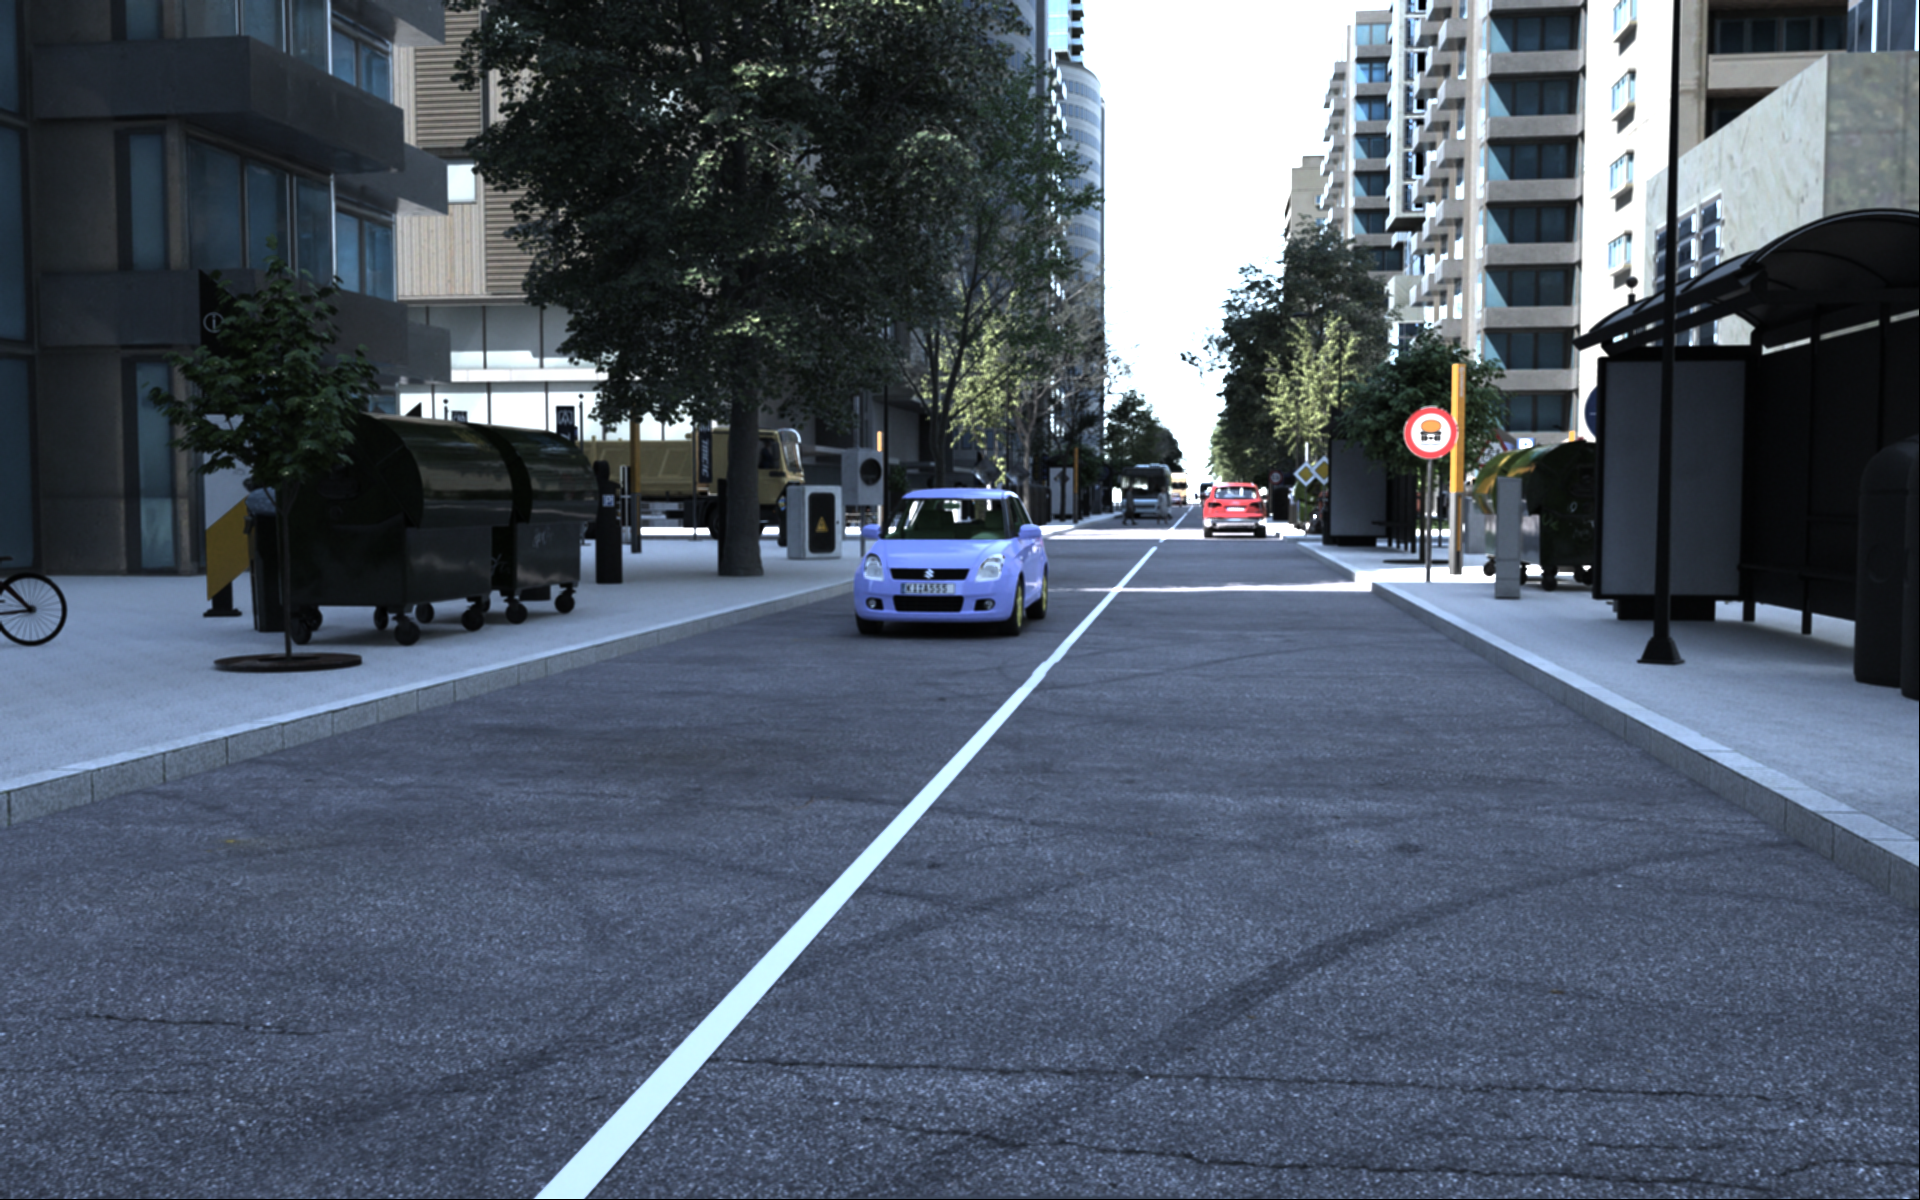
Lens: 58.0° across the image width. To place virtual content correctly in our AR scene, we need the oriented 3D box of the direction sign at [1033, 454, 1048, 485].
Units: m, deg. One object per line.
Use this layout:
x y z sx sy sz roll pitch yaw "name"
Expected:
4.559 -6.513 98.489 0.876 3.537 0.379 0 4 7 "direction sign"

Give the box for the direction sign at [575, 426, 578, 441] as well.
-12.996 -4.010 57.557 0.379 3.537 0.876 2 4 31 "direction sign"

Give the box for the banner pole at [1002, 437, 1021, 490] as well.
2.107 -5.225 75.438 0.401 3.779 0.863 3 4 38 "banner pole"

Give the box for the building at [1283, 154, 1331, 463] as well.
56.336 -37.822 242.087 21.300 48.544 21.600 0 4 8 "building"

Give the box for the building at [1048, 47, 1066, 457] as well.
-1.244 -33.846 172.986 23.786 49.044 30.456 0 4 8 "building"

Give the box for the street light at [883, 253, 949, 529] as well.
-0.907 -3.734 33.587 1.470 5.913 1.316 0 4 8 "street light"

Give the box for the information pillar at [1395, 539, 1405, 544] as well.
11.493 -2.477 44.991 0.304 2.012 0.304 0 4 6 "information pillar"

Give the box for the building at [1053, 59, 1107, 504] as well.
8.383 -42.362 234.618 21.231 58.520 28.212 0 4 8 "building"

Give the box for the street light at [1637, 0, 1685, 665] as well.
4.799 -2.479 13.081 1.470 5.913 1.316 0 4 8 "street light"

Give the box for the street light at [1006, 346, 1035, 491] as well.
2.018 -4.979 53.944 1.470 5.913 1.316 0 4 8 "street light"

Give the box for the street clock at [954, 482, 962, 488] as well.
-0.101 -5.988 102.480 0.471 2.002 0.358 -3 5 -40 "street clock"

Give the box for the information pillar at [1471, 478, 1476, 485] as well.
23.462 -4.561 79.057 0.304 2.012 0.304 1 4 14 "information pillar"

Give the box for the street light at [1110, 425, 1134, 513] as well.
10.713 -8.779 116.075 1.470 5.913 1.316 0 4 8 "street light"

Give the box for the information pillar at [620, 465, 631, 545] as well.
-8.458 -2.427 44.167 0.304 2.012 0.304 -3 5 -42 "information pillar"

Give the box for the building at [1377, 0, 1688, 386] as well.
44.292 -50.783 142.981 22.319 86.520 31.000 0 4 8 "building"

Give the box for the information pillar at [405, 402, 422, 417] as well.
-13.846 -3.214 43.895 0.504 3.616 0.183 -2 4 -35 "information pillar"

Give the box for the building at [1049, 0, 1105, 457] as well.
11.333 -58.136 263.191 22.319 86.520 31.000 0 4 8 "building"

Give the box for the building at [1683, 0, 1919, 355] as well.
23.008 -43.053 16.596 22.319 86.520 31.000 0 4 8 "building"

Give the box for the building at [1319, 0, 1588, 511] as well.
48.123 -33.942 174.559 23.786 49.044 30.456 0 4 8 "building"

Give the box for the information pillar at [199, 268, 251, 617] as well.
-7.658 -1.635 18.084 0.504 3.616 0.183 -1 4 -10 "information pillar"

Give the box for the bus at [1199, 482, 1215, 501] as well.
38.446 -16.709 268.058 2.948 3.499 13.247 1 4 9 "bus"

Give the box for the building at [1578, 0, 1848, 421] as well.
36.331 -27.134 67.350 21.600 48.544 21.300 0 4 8 "building"

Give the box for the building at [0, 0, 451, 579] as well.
-25.743 -24.950 27.534 30.456 49.044 23.786 0 4 8 "building"

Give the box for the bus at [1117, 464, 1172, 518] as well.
11.346 -6.721 104.751 2.948 3.499 13.247 1 4 9 "bus"

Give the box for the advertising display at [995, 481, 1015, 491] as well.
2.236 -4.964 86.375 0.974 1.923 0.123 0 4 -7 "advertising display"

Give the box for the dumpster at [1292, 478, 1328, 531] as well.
12.356 -3.535 60.295 1.502 2.255 1.985 1 4 8 "dumpster"

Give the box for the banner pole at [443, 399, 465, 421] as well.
-13.345 -3.409 45.762 0.401 3.779 0.863 3 5 44 "banner pole"

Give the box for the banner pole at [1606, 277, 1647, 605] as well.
7.710 -1.823 19.818 0.401 3.779 0.863 0 4 6 "banner pole"

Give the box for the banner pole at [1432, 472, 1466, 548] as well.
11.777 -3.154 41.586 0.863 3.779 0.401 0 4 -6 "banner pole"

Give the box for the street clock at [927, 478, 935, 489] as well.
-1.250 -4.397 76.456 0.358 2.002 0.471 2 4 30 "street clock"

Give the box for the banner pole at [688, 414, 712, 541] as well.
-7.101 -3.514 47.479 0.863 3.779 0.401 2 4 32 "banner pole"

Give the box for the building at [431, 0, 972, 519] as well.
-14.268 -31.955 111.706 28.713 52.752 27.495 0 4 8 "building"

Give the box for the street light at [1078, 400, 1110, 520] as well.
6.457 -6.888 85.162 1.470 5.913 1.316 0 4 8 "street light"

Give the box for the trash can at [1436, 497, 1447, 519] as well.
25.292 -4.834 90.693 0.748 1.137 0.748 0 3 0 "trash can"

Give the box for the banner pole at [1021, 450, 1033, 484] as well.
3.809 -6.586 97.699 0.863 3.779 0.401 -2 4 -30 "banner pole"

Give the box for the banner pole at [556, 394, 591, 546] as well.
-9.660 -3.253 43.197 0.863 3.779 0.401 0 4 -3 "banner pole"

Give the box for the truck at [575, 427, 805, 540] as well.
-8.652 -3.372 51.056 9.791 3.379 3.469 0 4 7 "truck"

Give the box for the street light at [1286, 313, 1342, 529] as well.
9.182 -4.397 44.438 1.470 5.913 1.316 0 4 8 "street light"

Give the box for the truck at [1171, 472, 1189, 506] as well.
27.566 -14.082 219.151 2.839 4.237 11.283 0 4 8 "truck"

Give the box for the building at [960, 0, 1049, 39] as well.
-4.380 -36.793 143.570 21.231 58.520 28.212 0 4 8 "building"

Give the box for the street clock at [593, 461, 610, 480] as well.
-7.786 -2.021 37.622 0.358 2.002 0.471 -2 4 -31 "street clock"

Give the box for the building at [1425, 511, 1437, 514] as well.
40.552 -29.870 107.981 23.786 49.044 30.456 0 4 8 "building"

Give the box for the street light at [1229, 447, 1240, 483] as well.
22.679 -10.240 139.969 1.470 5.913 1.316 0 4 8 "street light"

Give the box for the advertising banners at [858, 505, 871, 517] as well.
-5.819 -6.201 97.566 2.074 3.025 0.090 3 5 40 "advertising banners"

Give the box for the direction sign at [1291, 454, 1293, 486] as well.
17.524 -6.084 91.464 0.379 3.537 0.876 1 4 13 "direction sign"

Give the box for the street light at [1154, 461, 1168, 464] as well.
24.346 -14.651 212.090 1.470 5.913 1.316 0 4 8 "street light"

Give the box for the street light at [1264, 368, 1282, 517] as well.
11.925 -5.596 64.037 1.470 5.913 1.316 0 4 8 "street light"

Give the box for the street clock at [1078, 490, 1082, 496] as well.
7.589 -6.473 110.407 0.358 2.002 0.471 1 4 9 "street clock"

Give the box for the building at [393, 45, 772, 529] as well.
-18.256 -29.801 76.489 28.713 52.752 27.495 0 4 8 "building"

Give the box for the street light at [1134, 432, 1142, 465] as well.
12.613 -9.583 129.218 1.470 5.913 1.316 0 4 8 "street light"
